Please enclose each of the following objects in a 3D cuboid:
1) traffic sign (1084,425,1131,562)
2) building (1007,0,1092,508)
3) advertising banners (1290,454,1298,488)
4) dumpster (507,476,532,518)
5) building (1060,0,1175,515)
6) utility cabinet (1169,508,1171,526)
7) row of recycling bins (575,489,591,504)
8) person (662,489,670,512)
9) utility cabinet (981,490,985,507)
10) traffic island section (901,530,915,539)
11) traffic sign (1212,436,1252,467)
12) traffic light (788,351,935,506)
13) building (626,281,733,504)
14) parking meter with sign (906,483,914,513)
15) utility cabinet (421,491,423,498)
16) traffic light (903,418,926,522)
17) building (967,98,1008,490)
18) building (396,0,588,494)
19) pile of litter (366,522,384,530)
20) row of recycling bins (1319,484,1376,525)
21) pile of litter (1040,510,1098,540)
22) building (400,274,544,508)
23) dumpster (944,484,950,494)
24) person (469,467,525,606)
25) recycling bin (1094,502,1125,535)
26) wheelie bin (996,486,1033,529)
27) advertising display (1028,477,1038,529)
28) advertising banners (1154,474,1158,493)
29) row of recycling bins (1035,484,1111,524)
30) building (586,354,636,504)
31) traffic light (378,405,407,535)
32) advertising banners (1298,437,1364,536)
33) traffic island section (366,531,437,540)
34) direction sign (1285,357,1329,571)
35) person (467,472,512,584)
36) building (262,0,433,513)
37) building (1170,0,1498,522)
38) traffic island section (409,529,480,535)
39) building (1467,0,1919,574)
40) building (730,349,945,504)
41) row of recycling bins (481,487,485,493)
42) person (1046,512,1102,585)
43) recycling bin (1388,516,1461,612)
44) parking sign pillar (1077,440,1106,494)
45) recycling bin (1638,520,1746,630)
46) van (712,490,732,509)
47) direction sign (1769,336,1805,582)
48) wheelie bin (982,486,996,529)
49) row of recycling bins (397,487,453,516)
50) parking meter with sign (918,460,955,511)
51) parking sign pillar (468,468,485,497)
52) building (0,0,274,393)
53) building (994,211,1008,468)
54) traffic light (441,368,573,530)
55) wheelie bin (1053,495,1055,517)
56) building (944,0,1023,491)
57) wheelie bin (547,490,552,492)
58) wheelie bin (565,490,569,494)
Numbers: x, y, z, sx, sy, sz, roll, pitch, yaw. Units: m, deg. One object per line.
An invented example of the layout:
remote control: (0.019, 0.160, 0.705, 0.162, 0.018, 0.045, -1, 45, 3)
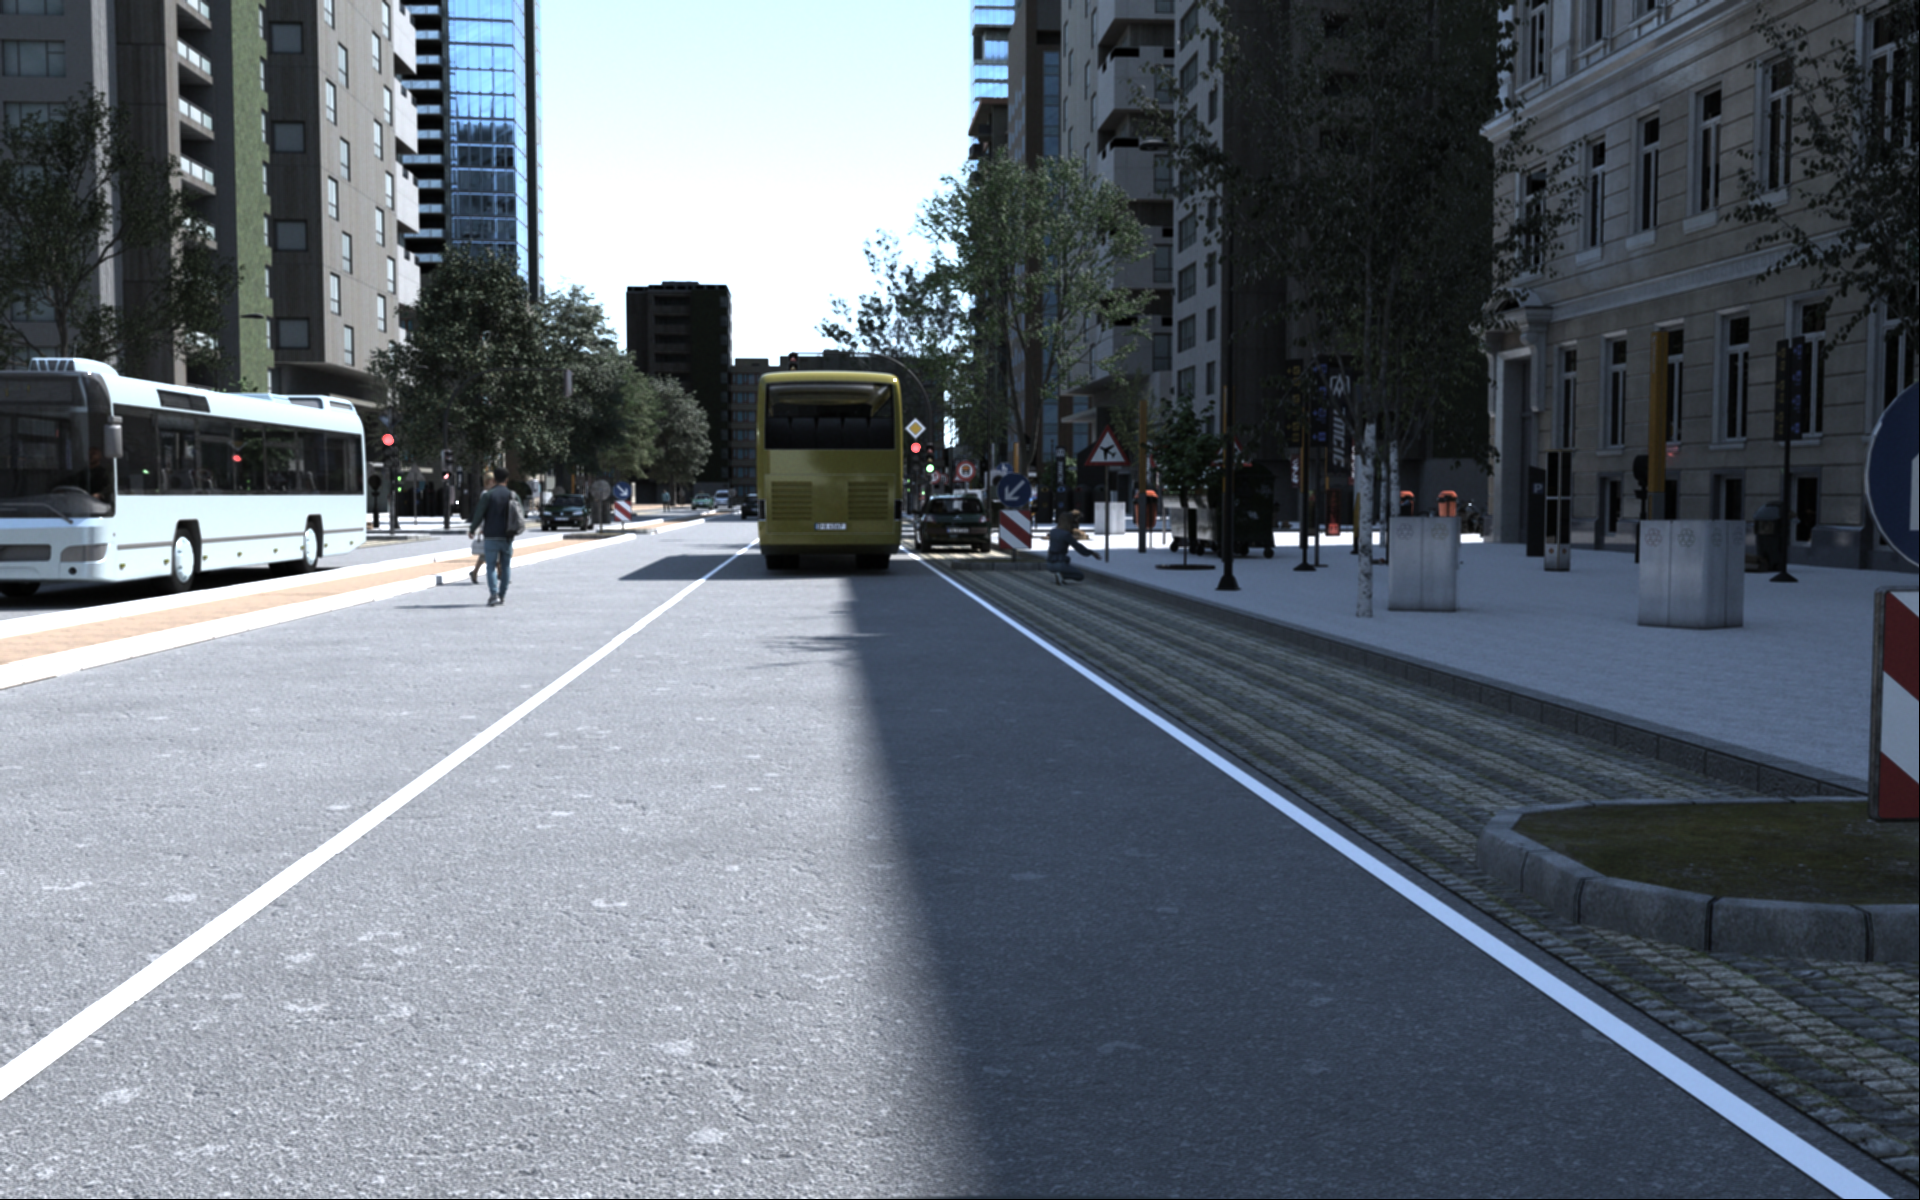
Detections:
traffic sign: (2.760, -1.986, 32.483, 0.884, 2.594, 0.081, 0, 4, -3)
building: (11.851, -30.821, 154.038, 14.600, 45.320, 14.200, 0, 4, -5)
advertising banners: (15.309, -4.842, 75.357, 2.074, 3.025, 0.090, 2, 4, 29)
dumpster: (-23.257, -5.382, 90.491, 1.502, 2.255, 1.985, 0, 4, -4)
building: (21.865, -32.271, 116.873, 28.713, 52.752, 27.495, 0, 4, -5)
utility cabinet: (8.417, -3.626, 67.959, 0.318, 1.500, 1.173, 0, 4, 1)
row of recycling bins: (-28.661, -7.619, 131.676, 1.069, 1.692, 3.534, -2, 4, -29)
person: (-23.270, -7.871, 137.214, 0.660, 1.820, 0.620, 1, 4, 13)
utility cabinet: (1.199, -4.681, 85.209, 0.318, 1.500, 1.173, 3, 5, 42)
traffic island section: (-0.979, -2.059, 55.953, 2.009, 0.180, 2.903, 0, 4, -5)
traffic sign: (5.221, -2.055, 33.610, 0.884, 2.594, 0.081, 0, 4, 1)
traffic light: (-3.098, -4.946, 55.529, 4.771, 5.953, 1.251, 0, 4, -5)
building: (-38.377, -28.520, 237.994, 14.107, 30.474, 14.160, 0, 4, -5)
parking meter with sign: (-3.215, -7.300, 115.623, 1.738, 3.016, 0.543, 1, 4, 14)
utility cabinet: (-40.435, -7.420, 129.994, 1.173, 1.500, 0.318, 1, 4, 9)
traffic light: (-1.655, -4.580, 63.796, 0.839, 4.253, 0.868, 0, 4, -5)
building: (12.306, -32.787, 190.684, 22.147, 44.769, 28.867, 0, 4, -5)
building: (-57.931, -53.489, 187.212, 31.000, 86.520, 22.319, 0, 4, -5)
pile of litter: (-21.565, -2.944, 62.093, 1.719, 0.858, 1.176, -1, 4, -10)
row of recycling bins: (16.032, -3.978, 72.154, 1.069, 1.692, 3.534, -2, 4, -25)
pile of litter: (3.080, -2.102, 48.338, 1.719, 0.858, 1.176, 3, 5, 42)
building: (-52.441, -18.638, 149.777, 27.650, 21.520, 28.899, 0, 4, -5)
dumpster: (-1.251, -6.351, 106.336, 1.502, 2.255, 1.985, 0, 4, -5)
person: (-5.950, -0.828, 22.383, 0.623, 1.781, 0.721, -3, 5, -44)
recycling bin: (4.738, -2.581, 54.752, 0.722, 1.027, 0.722, -3, 5, -41)
wheelie bin: (1.715, -2.770, 53.195, 0.980, 1.594, 0.693, -1, 4, -9)
advertising display: (2.414, -3.562, 63.445, 0.974, 1.923, 0.123, -2, 4, -26)
advertising banners: (10.048, -5.725, 89.798, 0.090, 3.025, 2.074, 1, 4, 21)
row of recycling bins: (4.883, -4.162, 75.163, 3.534, 1.692, 1.069, 2, 4, 25)
building: (-60.849, -24.380, 243.647, 28.899, 21.520, 27.650, 0, 4, -5)
traffic light: (-17.876, -4.010, 54.478, 0.839, 4.253, 0.868, 0, 4, -5)
advertising banners: (11.378, -3.469, 52.901, 2.074, 3.025, 0.090, -1, 4, -15)
traffic island section: (-17.917, -1.977, 54.610, 2.009, 0.180, 2.903, 0, 4, -5)
direction sign: (5.777, -2.259, 28.926, 0.379, 3.537, 0.876, -3, 5, -41)
person: (-7.527, -1.150, 27.660, 0.624, 1.780, 0.694, 1, 4, 9)
building: (-49.876, -31.702, 107.561, 28.713, 52.752, 27.495, 0, 4, -5)
building: (18.413, -19.057, 83.283, 14.107, 30.474, 14.160, 0, 4, -5)
traffic island section: (-18.553, -2.464, 62.569, 2.009, 0.180, 2.903, 0, 4, -5)
building: (20.894, -15.298, 36.030, 13.634, 28.700, 20.117, 0, 4, -5)
building: (-17.552, -24.622, 247.614, 28.899, 21.520, 27.650, 0, 4, -5)
row of recycling bins: (-25.791, -5.488, 96.847, 1.069, 1.692, 3.534, 1, 4, 19)
person: (1.642, -0.821, 27.424, 0.738, 1.151, 1.012, -3, 4, -38)
recycling bin: (5.160, -0.408, 19.229, 0.722, 1.027, 0.722, 1, 4, 20)
parking sign pillar: (5.941, -5.492, 78.265, 1.447, 3.967, 1.447, 0, 4, 6)
recycling bin: (7.096, -0.260, 16.804, 0.722, 1.027, 0.722, -3, 4, -36)
van: (-23.585, -10.099, 172.137, 2.013, 2.044, 4.112, 0, 4, -5)
direction sign: (12.076, -2.036, 25.286, 0.379, 3.537, 0.876, 0, 4, 2)
wheelie bin: (1.246, -3.464, 64.550, 0.980, 1.594, 0.693, -2, 4, -29)
row of recycling bins: (-31.249, -5.713, 100.528, 3.534, 1.692, 1.069, -3, 5, -40)
parking meter with sign: (-1.185, -5.673, 89.008, 1.738, 3.016, 0.543, -1, 4, -10)
parking sign pillar: (-37.791, -8.989, 135.445, 1.447, 3.967, 1.447, 0, 4, 8)
building: (-40.695, -24.143, 78.339, 14.154, 41.232, 14.086, 0, 4, -5)
building: (10.115, -24.292, 168.867, 14.160, 30.474, 14.107, 0, 4, -5)
traffic light: (-16.434, -5.380, 62.639, 4.771, 5.953, 1.251, 0, 4, -5)
wheelie bin: (5.038, -5.539, 98.471, 0.693, 1.594, 0.980, 0, 4, 7)
building: (13.133, -56.996, 244.558, 31.000, 86.520, 22.319, 0, 4, -5)
wheelie bin: (-30.088, -7.313, 127.471, 0.980, 1.594, 0.693, 1, 4, 16)
wheelie bin: (-28.057, -7.015, 122.605, 0.980, 1.594, 0.693, -3, 4, -39)
